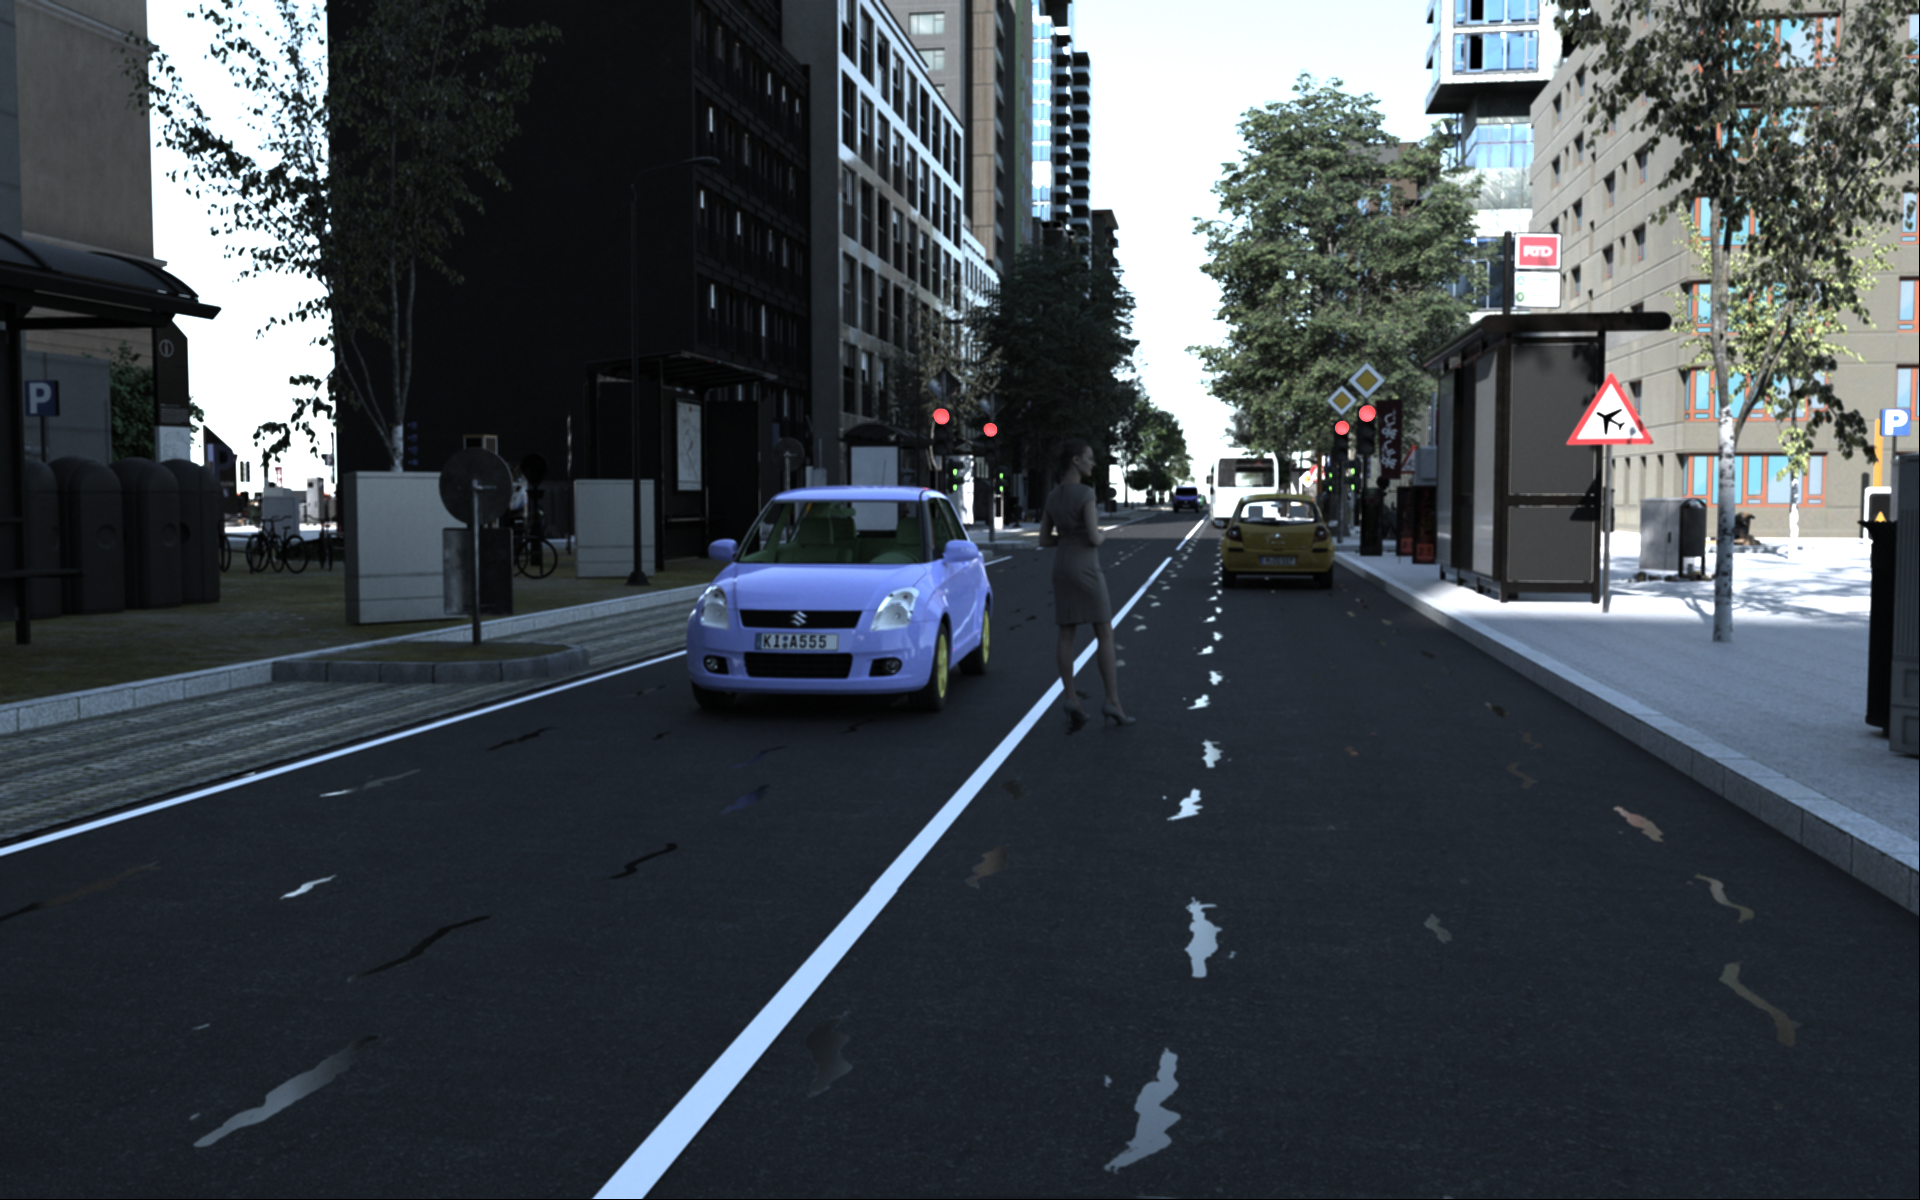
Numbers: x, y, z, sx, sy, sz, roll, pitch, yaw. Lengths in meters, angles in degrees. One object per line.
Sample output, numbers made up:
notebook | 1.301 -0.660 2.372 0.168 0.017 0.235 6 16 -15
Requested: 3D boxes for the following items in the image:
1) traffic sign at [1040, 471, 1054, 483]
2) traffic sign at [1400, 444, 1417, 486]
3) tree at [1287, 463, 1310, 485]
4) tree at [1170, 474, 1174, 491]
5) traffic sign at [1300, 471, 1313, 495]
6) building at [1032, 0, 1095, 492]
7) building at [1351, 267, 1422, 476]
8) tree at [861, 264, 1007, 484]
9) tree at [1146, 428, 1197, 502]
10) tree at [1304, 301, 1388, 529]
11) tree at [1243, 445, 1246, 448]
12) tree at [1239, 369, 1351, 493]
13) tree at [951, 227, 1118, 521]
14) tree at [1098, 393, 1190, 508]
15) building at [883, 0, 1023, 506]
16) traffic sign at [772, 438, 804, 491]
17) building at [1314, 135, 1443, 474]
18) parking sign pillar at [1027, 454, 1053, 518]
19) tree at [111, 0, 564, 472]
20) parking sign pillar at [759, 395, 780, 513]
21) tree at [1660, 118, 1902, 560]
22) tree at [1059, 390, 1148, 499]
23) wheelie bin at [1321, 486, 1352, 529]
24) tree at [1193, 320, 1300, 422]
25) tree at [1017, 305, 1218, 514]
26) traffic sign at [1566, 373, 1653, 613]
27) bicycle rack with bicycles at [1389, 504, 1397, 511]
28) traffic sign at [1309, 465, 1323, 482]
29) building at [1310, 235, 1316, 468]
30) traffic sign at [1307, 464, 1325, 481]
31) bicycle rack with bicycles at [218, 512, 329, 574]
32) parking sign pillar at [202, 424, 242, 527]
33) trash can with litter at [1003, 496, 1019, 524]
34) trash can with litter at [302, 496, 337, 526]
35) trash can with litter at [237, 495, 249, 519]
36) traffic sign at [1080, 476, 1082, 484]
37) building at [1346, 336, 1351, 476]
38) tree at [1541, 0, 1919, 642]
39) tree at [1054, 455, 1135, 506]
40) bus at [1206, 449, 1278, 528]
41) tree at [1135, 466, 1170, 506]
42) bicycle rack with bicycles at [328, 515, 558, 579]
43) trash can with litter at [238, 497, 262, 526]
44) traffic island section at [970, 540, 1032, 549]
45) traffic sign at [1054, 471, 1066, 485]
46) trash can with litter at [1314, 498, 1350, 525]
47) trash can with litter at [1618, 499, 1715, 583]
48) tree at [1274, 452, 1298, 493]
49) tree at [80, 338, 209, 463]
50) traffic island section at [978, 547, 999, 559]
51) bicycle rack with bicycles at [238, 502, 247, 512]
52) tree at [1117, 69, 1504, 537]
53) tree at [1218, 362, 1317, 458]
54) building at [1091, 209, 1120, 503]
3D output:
traffic sign | 4.566 -5.550 90.851 0.768 2.556 0.104 1 4 18
traffic sign | 11.850 -2.770 45.285 0.884 2.594 0.081 1 4 17
tree | 20.704 -6.806 105.884 1.663 3.219 1.824 0 3 0
tree | 25.267 -14.463 220.185 4.285 4.588 4.351 0 3 0
traffic sign | 17.391 -5.231 86.715 0.795 2.450 0.064 1 4 11
building | 7.255 -56.034 228.834 22.319 86.520 31.000 1 4 9
building | 47.216 -18.068 140.450 27.650 21.520 28.899 1 4 9
tree | -0.604 -6.493 56.528 4.360 8.622 3.978 0 3 0
tree | 33.422 -21.962 276.082 9.611 12.733 9.660 0 3 0
tree | 14.111 -6.898 63.137 4.360 8.622 3.978 0 3 0
tree | 39.062 -18.776 225.107 7.486 12.596 7.792 0 3 0
tree | 21.554 -10.828 111.451 7.601 10.594 8.767 0 4 5
tree | 4.064 -10.820 83.565 9.857 13.997 8.962 0 3 0
tree | 15.528 -14.523 163.208 9.928 11.665 9.643 0 3 0
building | -3.057 -27.306 130.048 14.154 41.232 14.086 1 4 9
traffic sign | -3.899 -2.391 39.201 0.768 2.556 0.104 1 4 16
building | 51.643 -34.585 215.569 14.600 45.320 14.200 1 4 9
parking sign pillar | 4.262 -6.352 92.332 1.447 3.967 1.447 0 4 -5
tree | -6.228 -4.156 18.312 4.360 8.622 3.978 0 3 0
parking sign pillar | -5.534 -3.620 47.660 1.447 3.967 1.447 3 5 42
tree | 15.898 -5.074 33.318 4.737 8.622 4.395 0 3 0
tree | 11.313 -12.405 137.238 7.601 10.594 8.767 -1 4 -22
wheelie bin | 11.728 -2.828 54.144 0.980 1.594 0.693 -1 4 -19
tree | 30.675 -19.956 182.164 12.611 20.169 13.585 0 3 0
tree | 8.490 -12.361 112.469 12.009 13.543 11.850 0 3 0
traffic sign | 6.989 -1.142 18.680 0.884 2.594 0.081 1 4 13
bicycle rack with bicycles | 15.955 -2.982 62.130 2.852 0.926 2.925 -3 5 -41
traffic sign | 15.455 -4.562 74.702 0.768 2.556 0.104 1 4 17
building | 56.429 -34.244 243.489 14.154 41.232 14.086 1 4 9
traffic sign | 14.699 -4.354 71.197 0.884 2.594 0.081 1 4 13
bicycle rack with bicycles | -11.256 -0.950 28.916 2.852 0.926 2.925 -3 4 -36
parking sign pillar | -28.791 -4.829 67.420 1.447 3.967 1.447 1 4 22
trash can with litter | 1.741 -3.924 75.213 1.678 1.210 2.233 1 4 19
trash can with litter | -25.520 -3.579 69.577 2.233 1.210 1.678 -1 4 -16
trash can with litter | -36.838 -4.689 87.718 1.678 1.210 2.233 1 4 23
traffic sign | 6.204 -5.520 92.383 0.606 2.300 0.079 1 4 18
building | 52.677 -19.802 168.797 27.650 21.520 28.899 1 4 9
tree | 6.797 -3.931 14.640 4.360 8.622 3.978 0 3 0
tree | 7.073 -7.213 101.645 4.285 4.588 4.351 0 3 0
bus | 12.421 -5.001 76.620 2.948 3.499 13.247 0 4 7
tree | 19.598 -12.593 189.608 4.285 4.588 4.351 0 3 0
bicycle rack with bicycles | -7.498 -0.800 26.470 2.925 0.926 2.852 1 4 11
trash can with litter | -28.923 -3.610 70.407 1.055 1.170 0.624 0 3 0
traffic island section | 0.831 -1.468 46.283 2.009 0.180 2.903 1 4 9
traffic sign | 5.528 -5.781 94.630 0.768 2.556 0.104 1 4 12
trash can with litter | 15.223 -3.751 72.383 2.233 1.210 1.678 1 4 17
trash can with litter | 10.560 -0.902 25.800 2.233 1.210 1.678 -2 4 -29
tree | 25.582 -9.462 138.418 4.285 4.588 4.351 0 3 0
tree | -17.630 -3.233 36.576 4.285 4.588 4.351 0 3 0
traffic island section | -0.379 -0.985 38.389 2.009 0.180 2.903 1 4 9
bicycle rack with bicycles | -33.950 -4.051 79.612 2.852 0.926 2.925 -1 4 -18
tree | 11.426 -8.886 51.948 9.857 13.997 8.962 0 3 0
tree | 27.126 -14.646 149.834 12.009 13.543 11.850 0 3 0
building | 12.350 -37.011 259.759 22.147 44.769 28.867 1 4 9
